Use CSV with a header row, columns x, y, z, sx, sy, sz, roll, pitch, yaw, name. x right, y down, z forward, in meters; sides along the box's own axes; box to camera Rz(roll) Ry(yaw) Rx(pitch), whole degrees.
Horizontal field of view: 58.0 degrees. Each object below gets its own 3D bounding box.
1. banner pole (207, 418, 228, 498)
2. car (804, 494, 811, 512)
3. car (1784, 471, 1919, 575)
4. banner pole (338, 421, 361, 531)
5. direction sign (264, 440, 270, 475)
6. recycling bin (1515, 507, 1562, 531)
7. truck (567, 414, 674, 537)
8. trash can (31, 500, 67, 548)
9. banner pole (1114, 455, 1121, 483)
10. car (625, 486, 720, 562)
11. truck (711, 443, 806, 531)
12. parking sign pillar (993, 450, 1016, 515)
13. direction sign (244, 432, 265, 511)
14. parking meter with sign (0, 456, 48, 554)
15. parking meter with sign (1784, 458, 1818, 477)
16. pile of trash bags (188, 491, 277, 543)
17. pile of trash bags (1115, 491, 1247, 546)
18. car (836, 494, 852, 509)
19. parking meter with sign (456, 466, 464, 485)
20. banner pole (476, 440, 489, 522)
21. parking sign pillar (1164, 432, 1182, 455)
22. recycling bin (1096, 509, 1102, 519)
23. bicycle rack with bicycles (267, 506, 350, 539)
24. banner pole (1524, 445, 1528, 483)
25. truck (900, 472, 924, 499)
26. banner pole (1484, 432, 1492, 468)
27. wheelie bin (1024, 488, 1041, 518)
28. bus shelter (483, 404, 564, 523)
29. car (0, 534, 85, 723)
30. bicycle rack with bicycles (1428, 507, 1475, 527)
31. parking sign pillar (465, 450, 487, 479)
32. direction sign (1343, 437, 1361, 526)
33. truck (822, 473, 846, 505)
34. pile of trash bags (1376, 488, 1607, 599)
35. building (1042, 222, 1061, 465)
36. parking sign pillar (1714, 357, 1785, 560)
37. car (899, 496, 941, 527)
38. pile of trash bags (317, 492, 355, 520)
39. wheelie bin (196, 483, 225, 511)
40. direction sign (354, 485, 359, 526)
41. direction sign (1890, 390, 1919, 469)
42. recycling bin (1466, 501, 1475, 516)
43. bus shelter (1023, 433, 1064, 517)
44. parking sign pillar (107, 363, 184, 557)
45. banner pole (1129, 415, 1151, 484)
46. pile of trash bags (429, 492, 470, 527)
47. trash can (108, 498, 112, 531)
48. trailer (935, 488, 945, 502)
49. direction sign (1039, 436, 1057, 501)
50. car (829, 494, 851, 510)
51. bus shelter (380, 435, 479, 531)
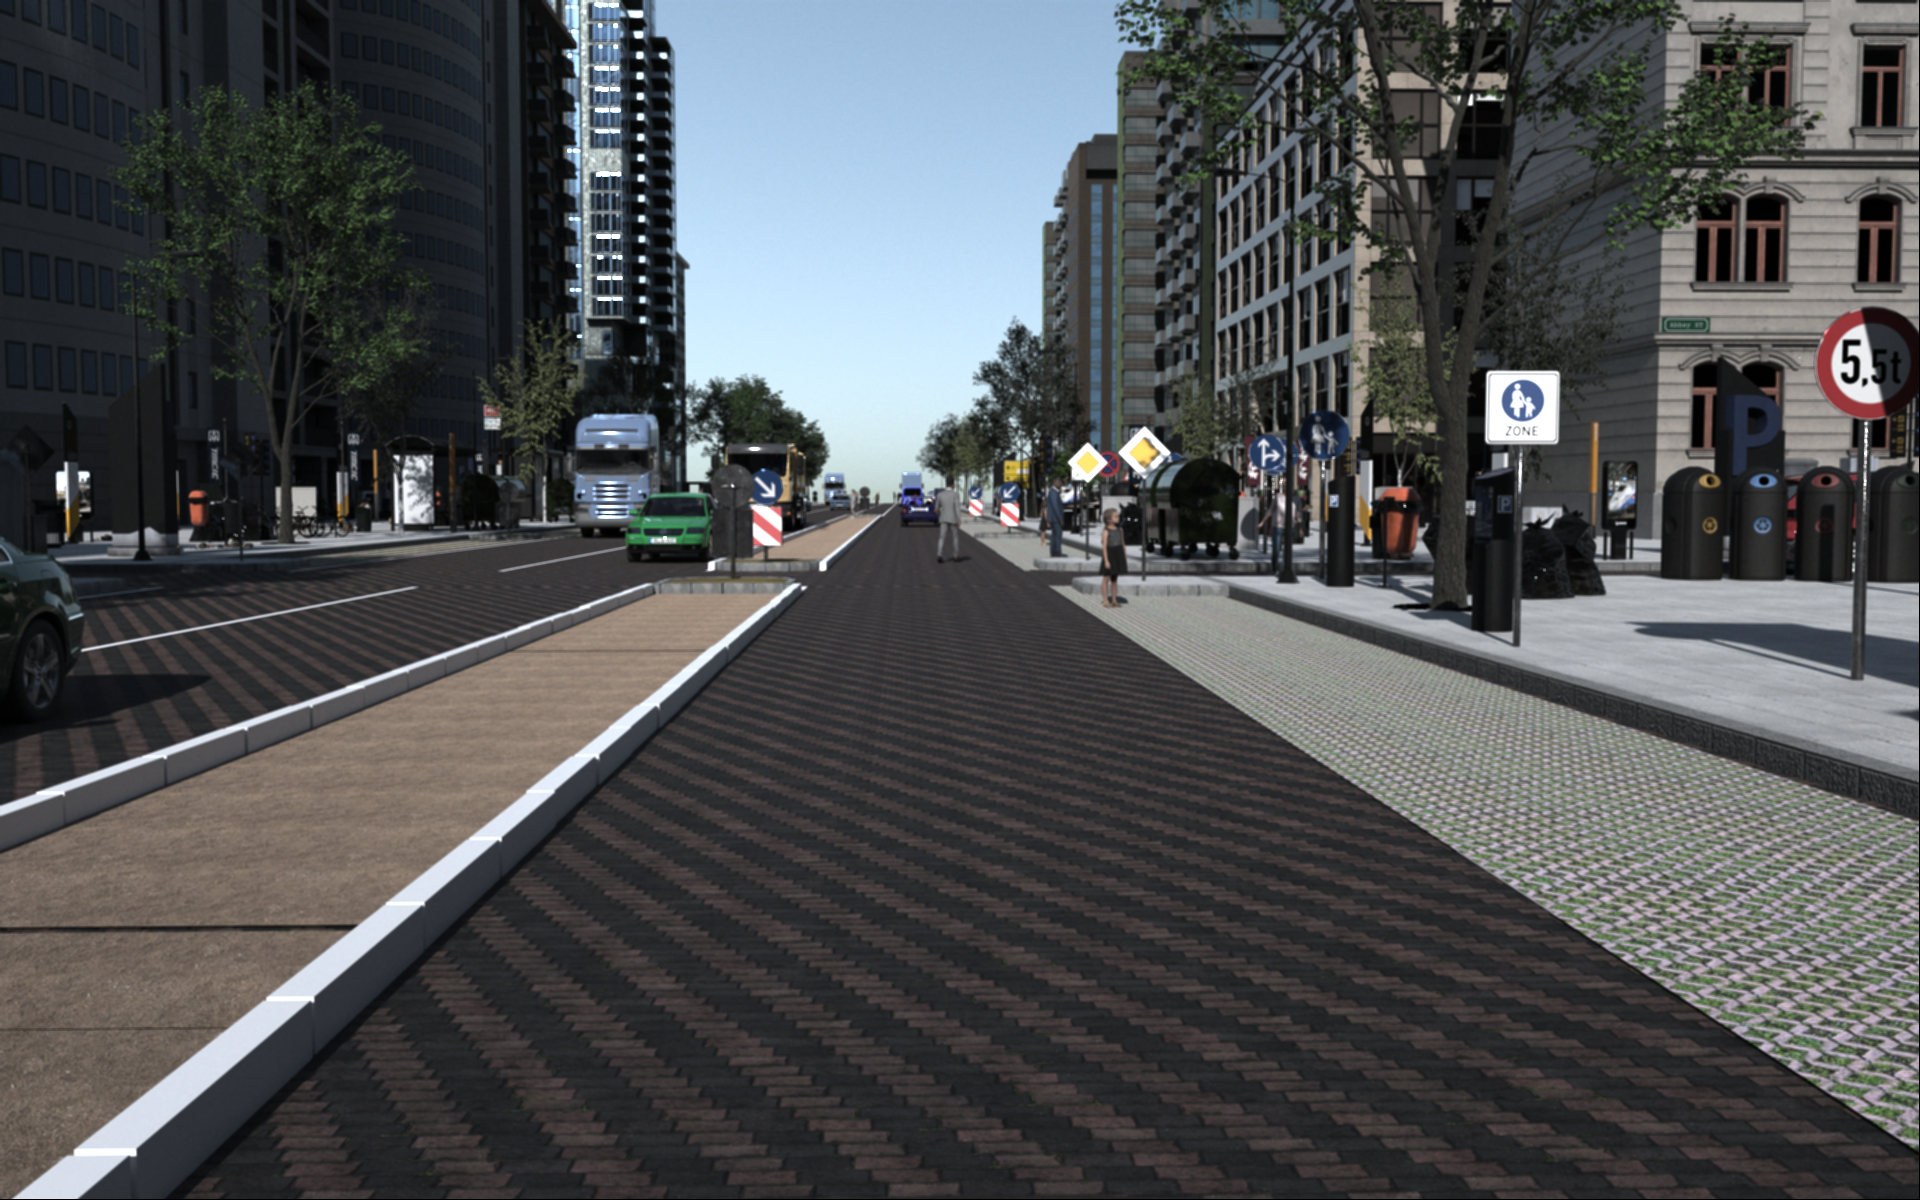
x,y,z,sx,sy,sz,roll,pitch,yaw,name
-24.331,-4.092,56.921,0.401,3.779,0.863,3,4,38,banner pole
-12.946,-7.872,138.490,2.009,1.686,4.222,0,4,0,car
16.227,-1.294,29.834,5.304,1.827,2.281,0,4,-1,car
-21.084,-4.271,59.840,0.863,3.779,0.401,-3,4,-38,banner pole
-29.092,-4.903,72.161,0.379,3.537,0.876,2,4,23,direction sign
11.066,-1.270,33.311,0.722,1.027,0.722,-1,4,-21,recycling bin
-11.688,-4.553,64.195,2.967,4.110,18.799,0,4,-3,truck
-21.638,-1.805,41.172,0.748,1.137,0.748,0,3,0,trash can
9.929,-7.274,108.946,0.863,3.779,0.401,-3,5,-44,banner pole
-6.146,-1.779,37.881,1.959,1.807,4.718,0,4,-1,car
-7.676,-4.442,68.554,3.469,3.379,9.791,0,4,-1,truck
2.785,-7.221,106.533,1.447,3.967,1.447,0,4,2,parking sign pillar
-26.049,-4.382,63.637,0.876,3.537,0.379,3,5,44,direction sign
-19.101,-2.342,34.553,0.543,3.016,1.738,1,4,19,parking meter with sign
17.740,-2.470,36.650,1.738,3.016,0.543,0,4,6,parking meter with sign
-19.958,-2.271,46.886,1.912,1.369,3.447,0,4,0,pile of trash bags
5.508,-2.072,43.630,3.447,1.369,1.912,1,4,11,pile of trash bags
-11.226,-9.702,168.851,2.015,1.641,3.980,0,4,-2,car
-30.931,-6.761,106.810,0.543,3.016,1.738,0,4,3,parking meter with sign
-21.934,-5.498,79.901,0.401,3.779,0.863,0,4,-3,banner pole
8.937,-5.296,75.063,1.447,3.967,1.447,-1,4,-10,parking sign pillar
7.503,-4.758,90.341,0.722,1.027,0.722,1,4,20,recycling bin
-19.492,-2.316,51.251,2.925,0.926,2.852,-3,5,-42,bicycle rack with bicycles
14.968,-3.422,45.964,0.401,3.779,0.863,2,4,32,banner pole
-5.783,-13.391,208.698,2.967,4.110,18.799,0,4,-2,truck
21.171,-4.838,69.124,0.863,3.779,0.401,1,4,21,banner pole
3.906,-5.188,92.735,0.980,1.594,0.693,1,4,9,wheelie bin
-20.283,-6.275,80.224,2.179,5.291,8.768,0,4,-2,bus shelter
-6.607,0.140,9.508,2.131,1.459,4.920,0,4,-3,car
14.432,-2.137,48.322,2.852,0.926,2.925,0,4,6,bicycle rack with bicycles
-25.988,-6.403,93.169,1.447,3.967,1.447,2,4,30,parking sign pillar
15.646,-4.702,68.868,0.876,3.537,0.379,3,4,36,direction sign
-16.284,-14.742,230.784,2.967,4.110,18.799,0,4,-1,truck
6.795,-0.799,22.817,1.912,1.369,3.447,-2,4,-31,pile of trash bags
19.315,-35.345,261.478,14.154,41.232,14.086,0,4,-2,building
15.603,-2.798,34.223,1.447,3.967,1.447,-1,4,-15,parking sign pillar
-1.743,-3.937,76.958,1.945,1.354,3.894,0,4,0,car
-31.179,-4.691,86.451,1.912,1.369,3.447,-2,4,-24,pile of trash bags
-22.007,-2.618,50.710,0.693,1.594,0.980,2,4,30,wheelie bin
-24.326,-4.768,69.947,0.379,3.537,0.876,0,4,-6,direction sign
20.113,-2.734,36.704,0.379,3.537,0.876,-2,4,-28,direction sign
19.779,-3.313,66.722,0.722,1.027,0.722,-2,4,-33,recycling bin
4.830,-7.478,99.895,2.179,5.291,8.768,0,4,-2,bus shelter
-17.014,-2.912,36.078,1.447,3.967,1.447,1,4,14,parking sign pillar
5.734,-3.963,54.813,0.863,3.779,0.401,1,4,12,banner pole
-20.918,-3.666,69.691,1.912,1.369,3.447,-2,4,-25,pile of trash bags
-28.016,-2.825,57.837,0.748,1.137,0.748,0,3,0,trash can
-2.049,-10.216,174.074,1.471,1.999,3.904,0,4,-3,trailer
3.365,-4.666,68.283,0.379,3.537,0.876,-2,4,-30,direction sign
-10.682,-8.748,155.025,2.014,1.417,4.499,0,4,-1,car
-18.894,-4.165,62.018,2.014,3.302,5.546,0,4,-2,bus shelter
